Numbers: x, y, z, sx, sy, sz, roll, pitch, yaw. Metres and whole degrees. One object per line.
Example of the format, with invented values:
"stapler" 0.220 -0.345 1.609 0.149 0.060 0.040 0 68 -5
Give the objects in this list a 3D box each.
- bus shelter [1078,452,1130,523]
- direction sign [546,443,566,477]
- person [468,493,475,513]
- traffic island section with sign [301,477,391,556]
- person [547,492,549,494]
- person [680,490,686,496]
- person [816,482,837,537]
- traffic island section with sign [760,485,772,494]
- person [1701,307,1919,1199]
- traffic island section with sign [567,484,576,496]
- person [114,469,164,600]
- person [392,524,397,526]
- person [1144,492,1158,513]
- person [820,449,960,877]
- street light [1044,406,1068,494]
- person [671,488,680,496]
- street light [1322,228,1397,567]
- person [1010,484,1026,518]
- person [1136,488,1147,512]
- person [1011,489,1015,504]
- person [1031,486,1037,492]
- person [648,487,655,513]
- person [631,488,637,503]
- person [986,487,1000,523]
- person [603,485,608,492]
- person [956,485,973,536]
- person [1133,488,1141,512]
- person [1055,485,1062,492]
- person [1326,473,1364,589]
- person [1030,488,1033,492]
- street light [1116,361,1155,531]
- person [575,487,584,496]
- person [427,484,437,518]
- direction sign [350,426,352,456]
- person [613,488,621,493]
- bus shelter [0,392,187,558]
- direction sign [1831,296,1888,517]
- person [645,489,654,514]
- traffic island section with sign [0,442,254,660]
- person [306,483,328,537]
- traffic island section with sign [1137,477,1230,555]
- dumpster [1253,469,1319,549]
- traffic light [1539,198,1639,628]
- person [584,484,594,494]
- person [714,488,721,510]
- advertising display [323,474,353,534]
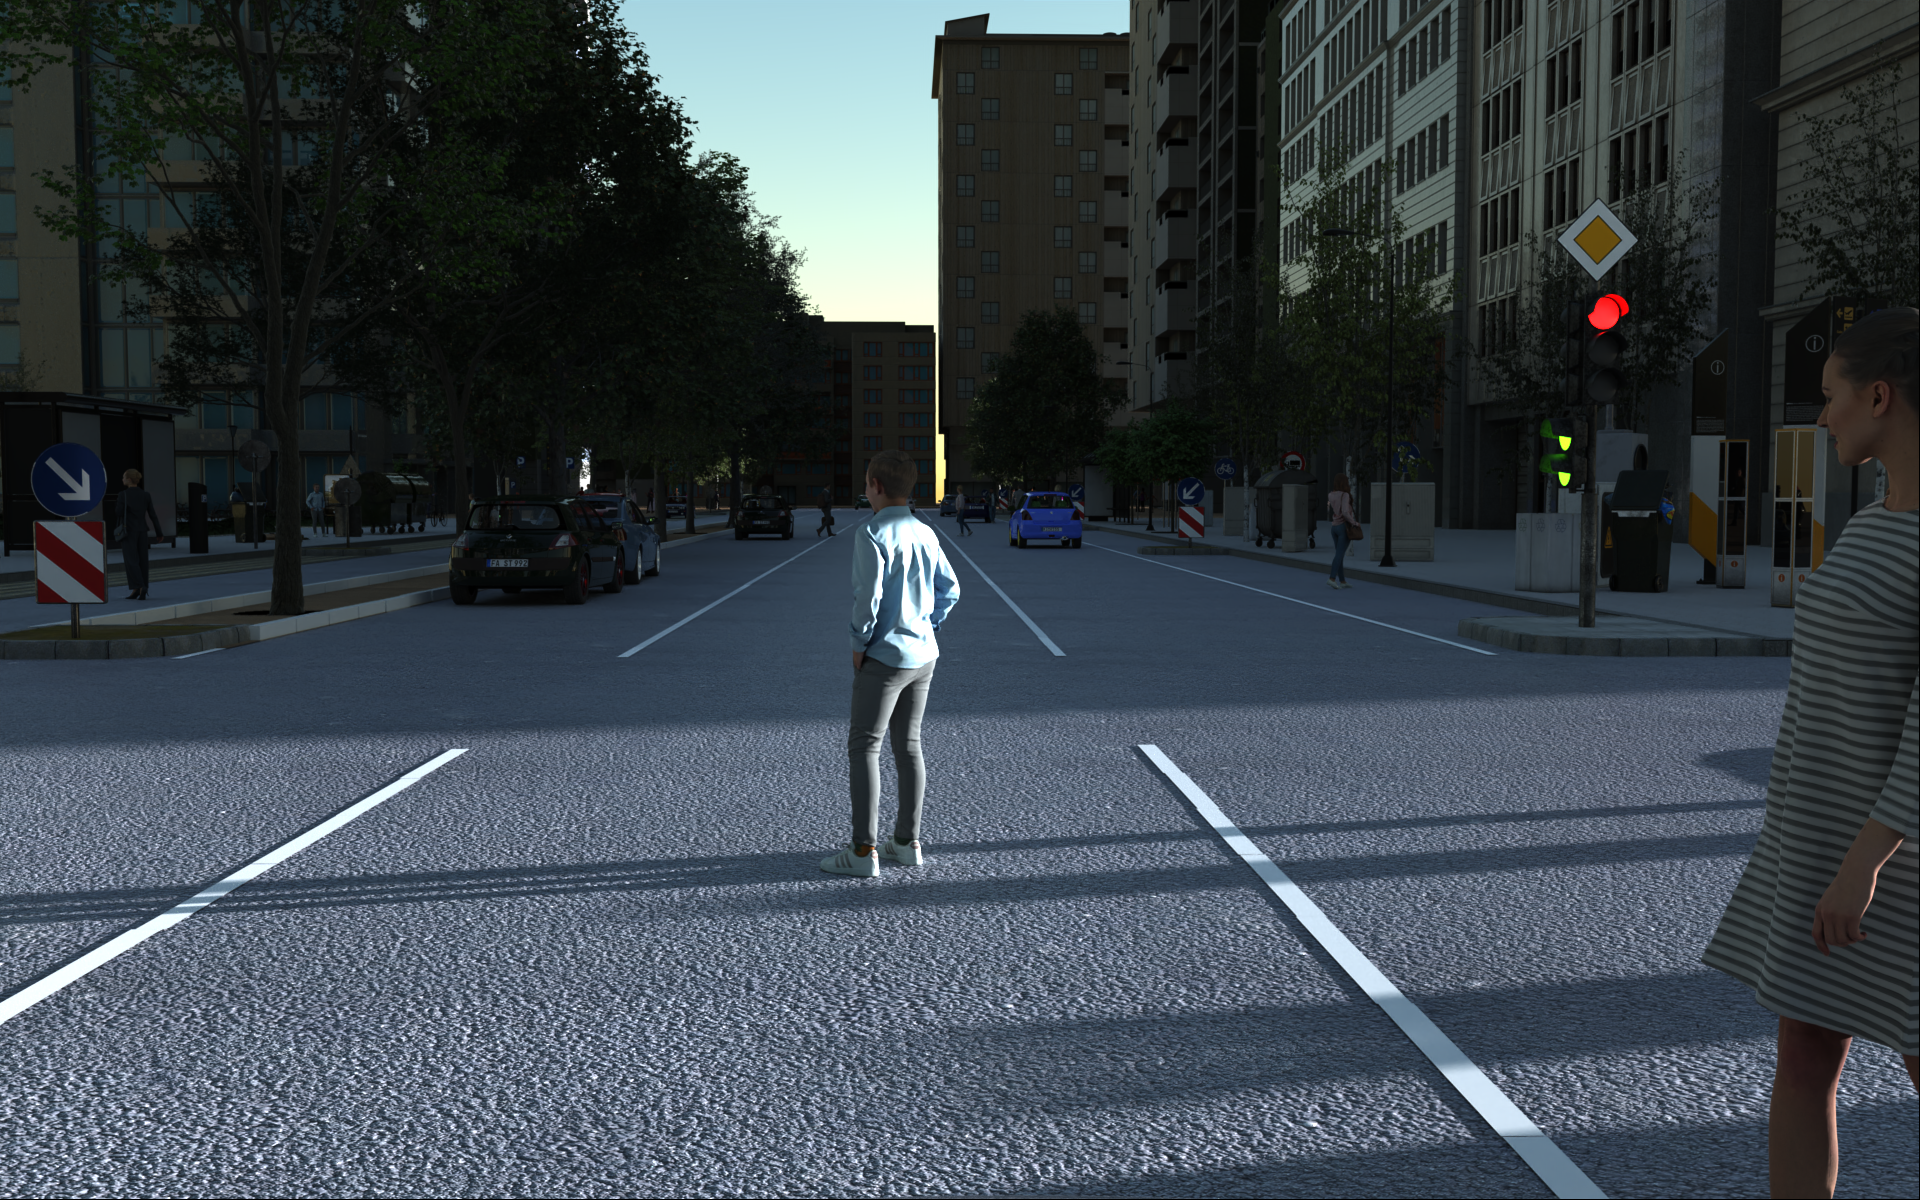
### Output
"bus shelter" 6.656 -5.193 78.828 2.014 3.302 5.546 0 4 -2
"direction sign" -17.919 -5.195 76.932 0.876 3.537 0.379 0 4 5
"person" -18.453 -3.389 65.700 0.590 1.304 0.306 -3 4 -38
"traffic island section with sign" -14.514 -1.961 40.689 1.989 1.847 2.006 0 4 -2
"person" -27.171 -6.623 114.860 0.617 1.759 0.750 0 4 6
"person" -23.237 -8.481 145.153 0.568 1.767 0.683 -1 4 -16
"person" -4.515 -3.039 58.159 0.822 1.834 0.622 -2 4 -30
"traffic island section with sign" -10.254 -5.070 91.039 2.006 1.907 1.989 0 4 -2
"person" 1.549 0.391 2.865 0.760 1.731 0.466 -2 4 -29
"traffic island section with sign" -15.359 -3.609 67.631 1.989 1.847 2.006 0 4 -2
"person" -11.165 -0.894 23.541 0.534 1.772 0.576 1 4 11
"person" -23.167 -3.979 70.463 0.474 1.900 0.648 -2 4 -29
"person" 13.098 -6.681 118.540 1.065 1.426 0.557 3 4 37
"person" -0.262 0.222 6.680 0.589 1.601 0.330 -3 5 -42
"street light" 5.093 -7.264 91.303 1.470 5.913 1.316 0 4 -2
"person" -24.188 -8.666 147.750 0.705 1.821 1.348 3 5 43
"street light" 7.036 -3.544 30.481 1.470 5.913 1.316 0 4 -2
"person" 2.298 -3.605 67.564 0.709 1.813 0.853 1 4 11
"person" 12.850 -7.075 122.403 0.721 1.739 1.217 3 5 43
"person" 4.902 -9.492 161.772 0.617 1.759 0.750 -2 4 -35
"person" 5.114 -6.957 119.804 1.348 1.823 0.705 0 4 3
"person" -21.344 -6.917 119.798 0.621 1.740 0.551 2 4 24
"person" -24.595 -7.590 130.803 0.551 1.740 0.621 1 4 9
"person" 1.574 -4.641 84.721 0.623 1.781 0.721 -2 4 -32
"person" -21.625 -6.112 105.980 0.705 1.822 1.348 -2 4 -29
"person" 0.140 -3.040 58.883 0.598 1.740 0.731 0 4 -5
"person" 12.752 -7.203 123.798 0.705 1.826 1.348 3 5 44
"person" 3.740 -3.559 66.876 0.728 1.800 0.709 -1 4 -9
"person" 5.761 -1.051 26.276 0.643 1.750 0.593 -2 4 -24
"person" 6.515 -9.259 157.420 1.348 1.826 0.705 2 4 33
"street light" 6.155 -5.395 60.749 1.470 5.913 1.316 0 4 -2
"person" -27.811 -7.434 127.531 1.348 1.831 0.705 0 4 -2
"person" -28.146 -5.282 92.273 0.599 1.838 0.709 -2 4 -29
"direction sign" -20.289 -4.022 57.761 0.379 3.537 0.876 -1 4 -18
"person" -26.353 -7.730 133.228 0.742 1.727 0.445 0 4 6
"bus shelter" -19.345 -3.622 36.856 2.179 5.291 8.768 0 4 -2
"direction sign" 10.377 -1.716 20.062 0.876 3.537 0.379 -2 4 -25
"person" -20.441 -6.520 114.111 0.593 1.643 0.415 -3 4 -38
"traffic island section with sign" -7.880 -0.477 15.938 2.006 1.907 1.989 0 4 -2
"person" -19.164 -2.677 51.616 0.589 1.601 0.330 -2 4 -35
"traffic island section with sign" 5.302 -2.011 41.515 1.989 1.847 2.006 0 4 -2
"dumpster" 7.792 -2.175 41.325 1.264 1.857 1.865 0 4 -2
"traffic light" 6.030 -1.693 16.599 0.839 4.253 0.868 0 4 -2
"person" -19.322 -5.131 90.037 0.635 1.810 0.391 0 4 6
"person" -19.819 -8.252 141.415 0.568 1.767 0.683 3 5 42
"advertising display" -19.856 -3.065 55.333 0.974 1.923 0.123 1 4 14
